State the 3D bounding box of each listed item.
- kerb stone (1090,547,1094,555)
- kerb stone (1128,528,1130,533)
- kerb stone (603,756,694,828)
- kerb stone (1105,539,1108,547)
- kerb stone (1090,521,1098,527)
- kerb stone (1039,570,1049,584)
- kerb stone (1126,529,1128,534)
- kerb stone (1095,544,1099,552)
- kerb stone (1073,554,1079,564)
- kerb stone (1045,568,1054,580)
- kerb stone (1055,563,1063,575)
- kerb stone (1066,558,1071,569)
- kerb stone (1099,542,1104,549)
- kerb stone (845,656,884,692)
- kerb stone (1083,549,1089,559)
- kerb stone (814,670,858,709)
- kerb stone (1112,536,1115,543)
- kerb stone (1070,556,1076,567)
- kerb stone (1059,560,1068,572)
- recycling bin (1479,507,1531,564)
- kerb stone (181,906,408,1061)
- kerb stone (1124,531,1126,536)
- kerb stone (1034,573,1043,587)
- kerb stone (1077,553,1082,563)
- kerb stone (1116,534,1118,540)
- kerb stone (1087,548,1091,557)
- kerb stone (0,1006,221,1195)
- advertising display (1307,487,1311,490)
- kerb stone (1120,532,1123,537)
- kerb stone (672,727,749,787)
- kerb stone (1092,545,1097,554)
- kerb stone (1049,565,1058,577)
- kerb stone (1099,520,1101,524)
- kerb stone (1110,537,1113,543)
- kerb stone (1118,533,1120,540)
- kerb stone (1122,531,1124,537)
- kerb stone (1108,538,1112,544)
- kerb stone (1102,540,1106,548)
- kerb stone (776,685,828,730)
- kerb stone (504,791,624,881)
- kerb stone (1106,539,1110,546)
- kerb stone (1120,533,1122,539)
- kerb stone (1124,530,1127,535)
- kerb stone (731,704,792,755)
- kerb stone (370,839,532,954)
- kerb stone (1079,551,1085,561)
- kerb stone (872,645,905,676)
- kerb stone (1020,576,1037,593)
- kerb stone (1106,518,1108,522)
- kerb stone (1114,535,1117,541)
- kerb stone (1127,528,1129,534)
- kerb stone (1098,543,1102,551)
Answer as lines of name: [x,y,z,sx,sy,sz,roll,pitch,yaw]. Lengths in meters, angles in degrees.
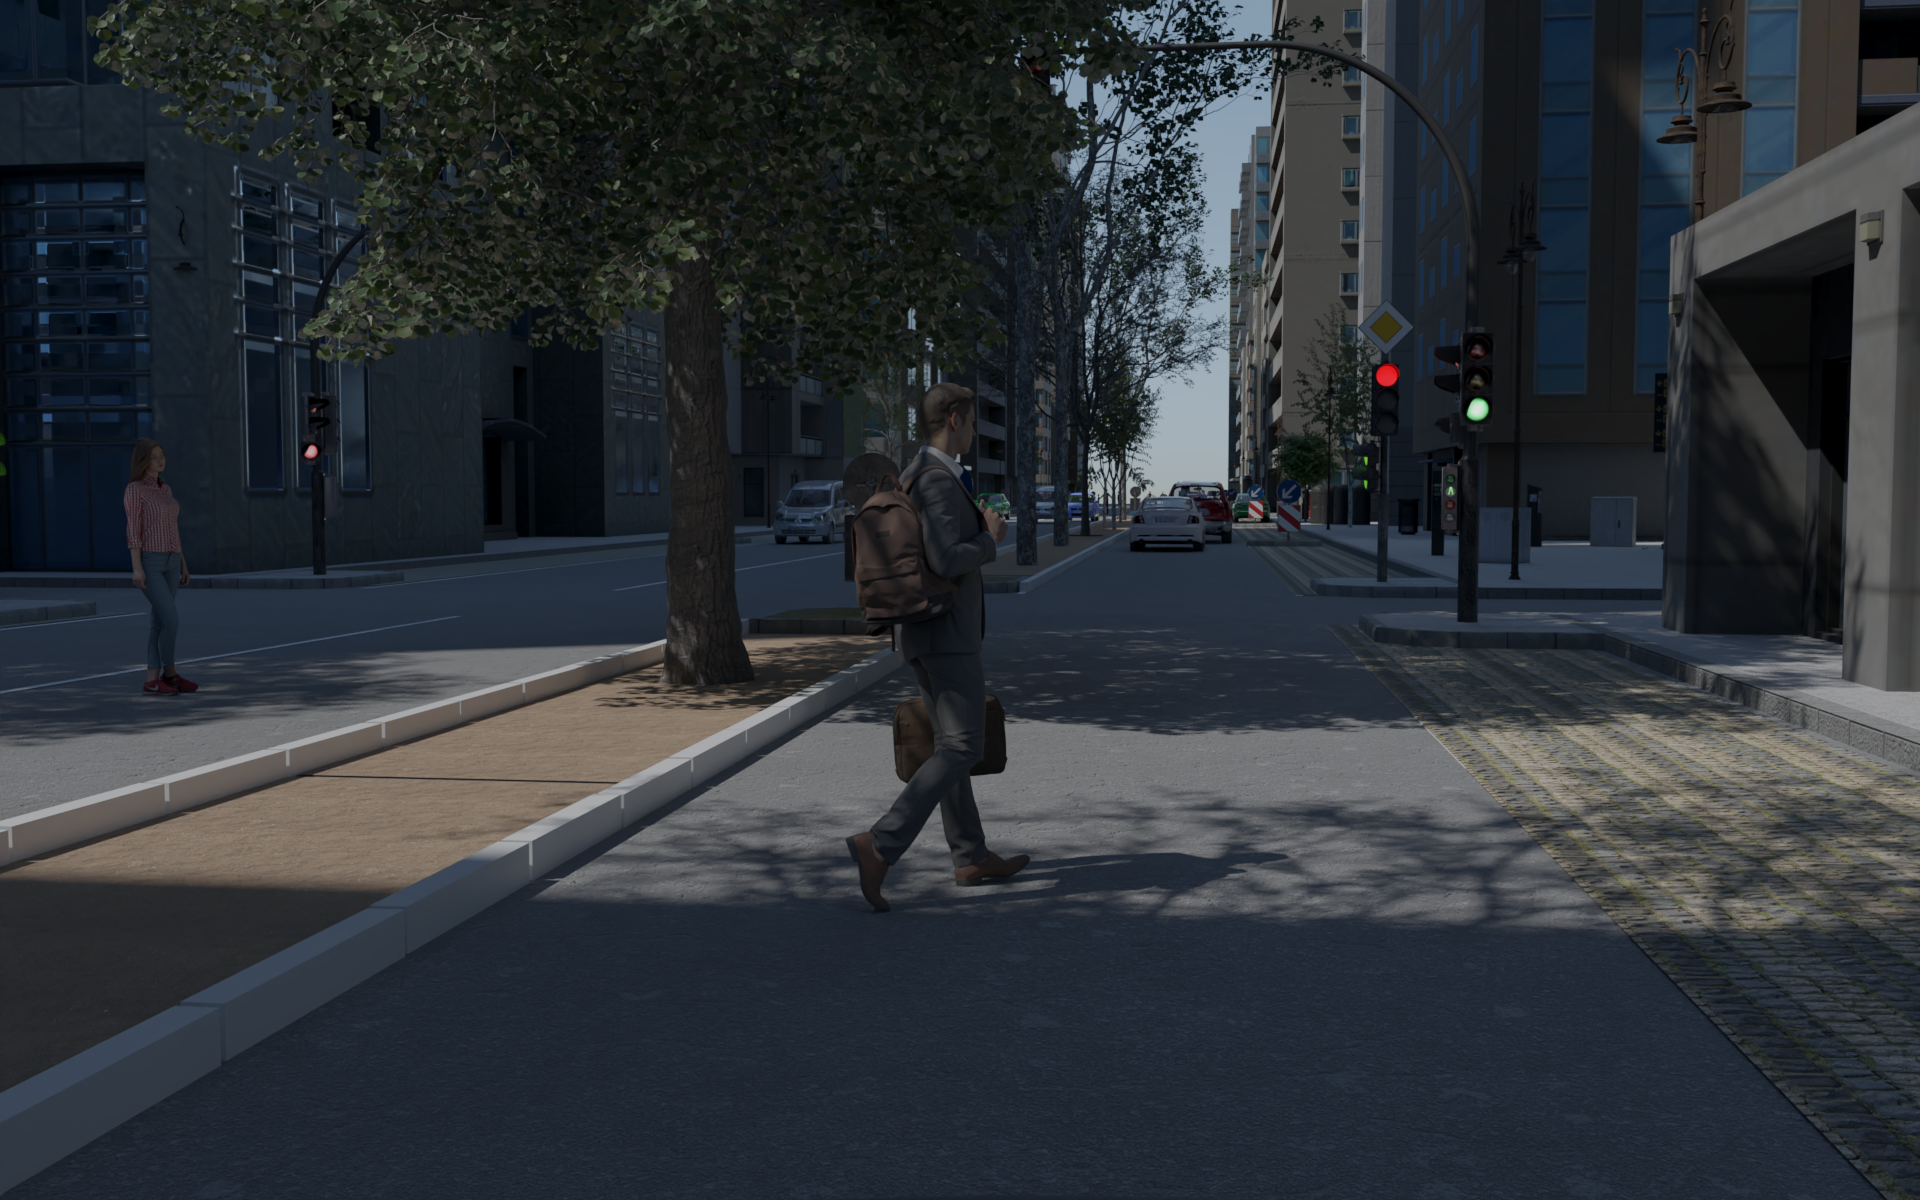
kerb stone: [2.938,-1.085,39.929,0.120,0.150,1.000,0,4,8]
kerb stone: [5.858,-2.390,61.268,0.120,0.150,1.000,0,4,8]
kerb stone: [-1.432,0.877,7.925,0.120,0.150,1.000,0,4,8]
kerb stone: [3.772,-1.457,46.025,0.120,0.150,1.000,0,4,8]
kerb stone: [6.004,-3.401,77.809,0.120,0.150,1.000,0,4,8]
kerb stone: [1.281,-0.338,27.717,0.120,0.150,1.000,0,4,8]
kerb stone: [5.589,-2.266,59.238,0.120,0.150,1.000,0,4,8]
kerb stone: [3.225,-1.209,41.966,0.120,0.150,1.000,0,4,8]
kerb stone: [2.246,-0.772,34.831,0.120,0.150,1.000,0,4,8]
kerb stone: [1.414,-0.400,28.738,0.120,0.150,1.000,0,4,8]
kerb stone: [1.694,-0.524,30.768,0.120,0.150,1.000,0,4,8]
kerb stone: [1.967,-0.648,32.801,0.120,0.150,1.000,0,4,8]
kerb stone: [3.500,-1.333,43.994,0.120,0.150,1.000,0,4,8]
kerb stone: [-0.737,0.564,12.998,0.120,0.150,1.000,0,4,8]
kerb stone: [2.667,-0.960,37.897,0.120,0.150,1.000,0,4,8]
kerb stone: [-0.878,0.625,11.983,0.120,0.150,1.000,0,4,8]
kerb stone: [4.334,-1.706,50.090,0.120,0.150,1.000,0,4,8]
kerb stone: [2.114,-0.711,33.812,0.120,0.150,1.000,0,4,8]
kerb stone: [1.832,-0.587,31.786,0.120,0.150,1.000,0,4,8]
recycling bin: [10.150,-1.206,32.273,0.722,1.027,0.722,3,5,43]
kerb stone: [-1.846,1.062,4.875,0.120,0.150,1.000,0,4,8]
kerb stone: [5.305,-2.134,57.214,0.120,0.150,1.000,0,4,8]
kerb stone: [1.136,-0.272,26.705,0.120,0.150,1.000,0,4,8]
kerb stone: [2.386,-0.835,35.852,0.120,0.150,1.000,0,4,8]
kerb stone: [4.608,-1.826,52.118,0.120,0.150,1.000,0,4,8]
kerb stone: [2.806,-1.023,38.915,0.120,0.150,1.000,0,4,8]
kerb stone: [-1.980,1.125,3.852,0.120,0.150,1.000,0,4,8]
advertising display: [19.973,-5.760,99.390,0.123,1.923,0.974,0,4,1]
kerb stone: [5.031,-2.017,55.173,0.120,0.150,1.000,0,4,8]
kerb stone: [-1.292,0.811,8.938,0.120,0.150,1.000,0,4,8]
kerb stone: [3.087,-1.147,40.954,0.120,0.150,1.000,0,4,8]
kerb stone: [1.546,-0.462,29.754,0.120,0.150,1.000,0,4,8]
kerb stone: [6.278,-3.525,79.836,0.120,0.150,1.000,0,4,8]
kerb stone: [4.191,-1.644,49.077,0.120,0.150,1.000,0,4,8]
kerb stone: [4.751,-1.892,53.137,0.120,0.150,1.000,0,4,8]
kerb stone: [5.171,-2.079,56.188,0.120,0.150,1.000,0,4,8]
kerb stone: [4.060,-1.582,48.063,0.120,0.150,1.000,0,4,8]
kerb stone: [3.643,-1.395,45.007,0.120,0.150,1.000,0,4,8]
kerb stone: [-1.020,0.687,10.970,0.120,0.150,1.000,0,4,8]
kerb stone: [-1.574,0.935,6.913,0.120,0.150,1.000,0,4,8]
kerb stone: [3.914,-1.518,47.037,0.120,0.150,1.000,0,4,8]
kerb stone: [4.893,-1.955,54.159,0.120,0.150,1.000,0,4,8]
kerb stone: [5.453,-2.195,58.225,0.120,0.150,1.000,0,4,8]
kerb stone: [-1.155,0.751,9.954,0.120,0.150,1.000,0,4,8]
kerb stone: [-1.712,0.997,5.890,0.120,0.150,1.000,0,4,8]
kerb stone: [2.523,-0.895,36.869,0.120,0.150,1.000,0,4,8]
kerb stone: [-0.603,0.500,14.014,0.120,0.150,1.000,0,4,8]
kerb stone: [0.996,-0.213,25.693,0.120,0.150,1.000,0,4,8]
kerb stone: [7.114,-3.894,85.928,0.120,0.150,1.000,0,4,8]
kerb stone: [4.475,-1.768,51.103,0.120,0.150,1.000,0,4,8]
kerb stone: [5.722,-2.328,60.255,0.120,0.150,1.000,0,4,8]
kerb stone: [3.363,-1.271,42.979,0.120,0.150,1.000,0,4,8]
